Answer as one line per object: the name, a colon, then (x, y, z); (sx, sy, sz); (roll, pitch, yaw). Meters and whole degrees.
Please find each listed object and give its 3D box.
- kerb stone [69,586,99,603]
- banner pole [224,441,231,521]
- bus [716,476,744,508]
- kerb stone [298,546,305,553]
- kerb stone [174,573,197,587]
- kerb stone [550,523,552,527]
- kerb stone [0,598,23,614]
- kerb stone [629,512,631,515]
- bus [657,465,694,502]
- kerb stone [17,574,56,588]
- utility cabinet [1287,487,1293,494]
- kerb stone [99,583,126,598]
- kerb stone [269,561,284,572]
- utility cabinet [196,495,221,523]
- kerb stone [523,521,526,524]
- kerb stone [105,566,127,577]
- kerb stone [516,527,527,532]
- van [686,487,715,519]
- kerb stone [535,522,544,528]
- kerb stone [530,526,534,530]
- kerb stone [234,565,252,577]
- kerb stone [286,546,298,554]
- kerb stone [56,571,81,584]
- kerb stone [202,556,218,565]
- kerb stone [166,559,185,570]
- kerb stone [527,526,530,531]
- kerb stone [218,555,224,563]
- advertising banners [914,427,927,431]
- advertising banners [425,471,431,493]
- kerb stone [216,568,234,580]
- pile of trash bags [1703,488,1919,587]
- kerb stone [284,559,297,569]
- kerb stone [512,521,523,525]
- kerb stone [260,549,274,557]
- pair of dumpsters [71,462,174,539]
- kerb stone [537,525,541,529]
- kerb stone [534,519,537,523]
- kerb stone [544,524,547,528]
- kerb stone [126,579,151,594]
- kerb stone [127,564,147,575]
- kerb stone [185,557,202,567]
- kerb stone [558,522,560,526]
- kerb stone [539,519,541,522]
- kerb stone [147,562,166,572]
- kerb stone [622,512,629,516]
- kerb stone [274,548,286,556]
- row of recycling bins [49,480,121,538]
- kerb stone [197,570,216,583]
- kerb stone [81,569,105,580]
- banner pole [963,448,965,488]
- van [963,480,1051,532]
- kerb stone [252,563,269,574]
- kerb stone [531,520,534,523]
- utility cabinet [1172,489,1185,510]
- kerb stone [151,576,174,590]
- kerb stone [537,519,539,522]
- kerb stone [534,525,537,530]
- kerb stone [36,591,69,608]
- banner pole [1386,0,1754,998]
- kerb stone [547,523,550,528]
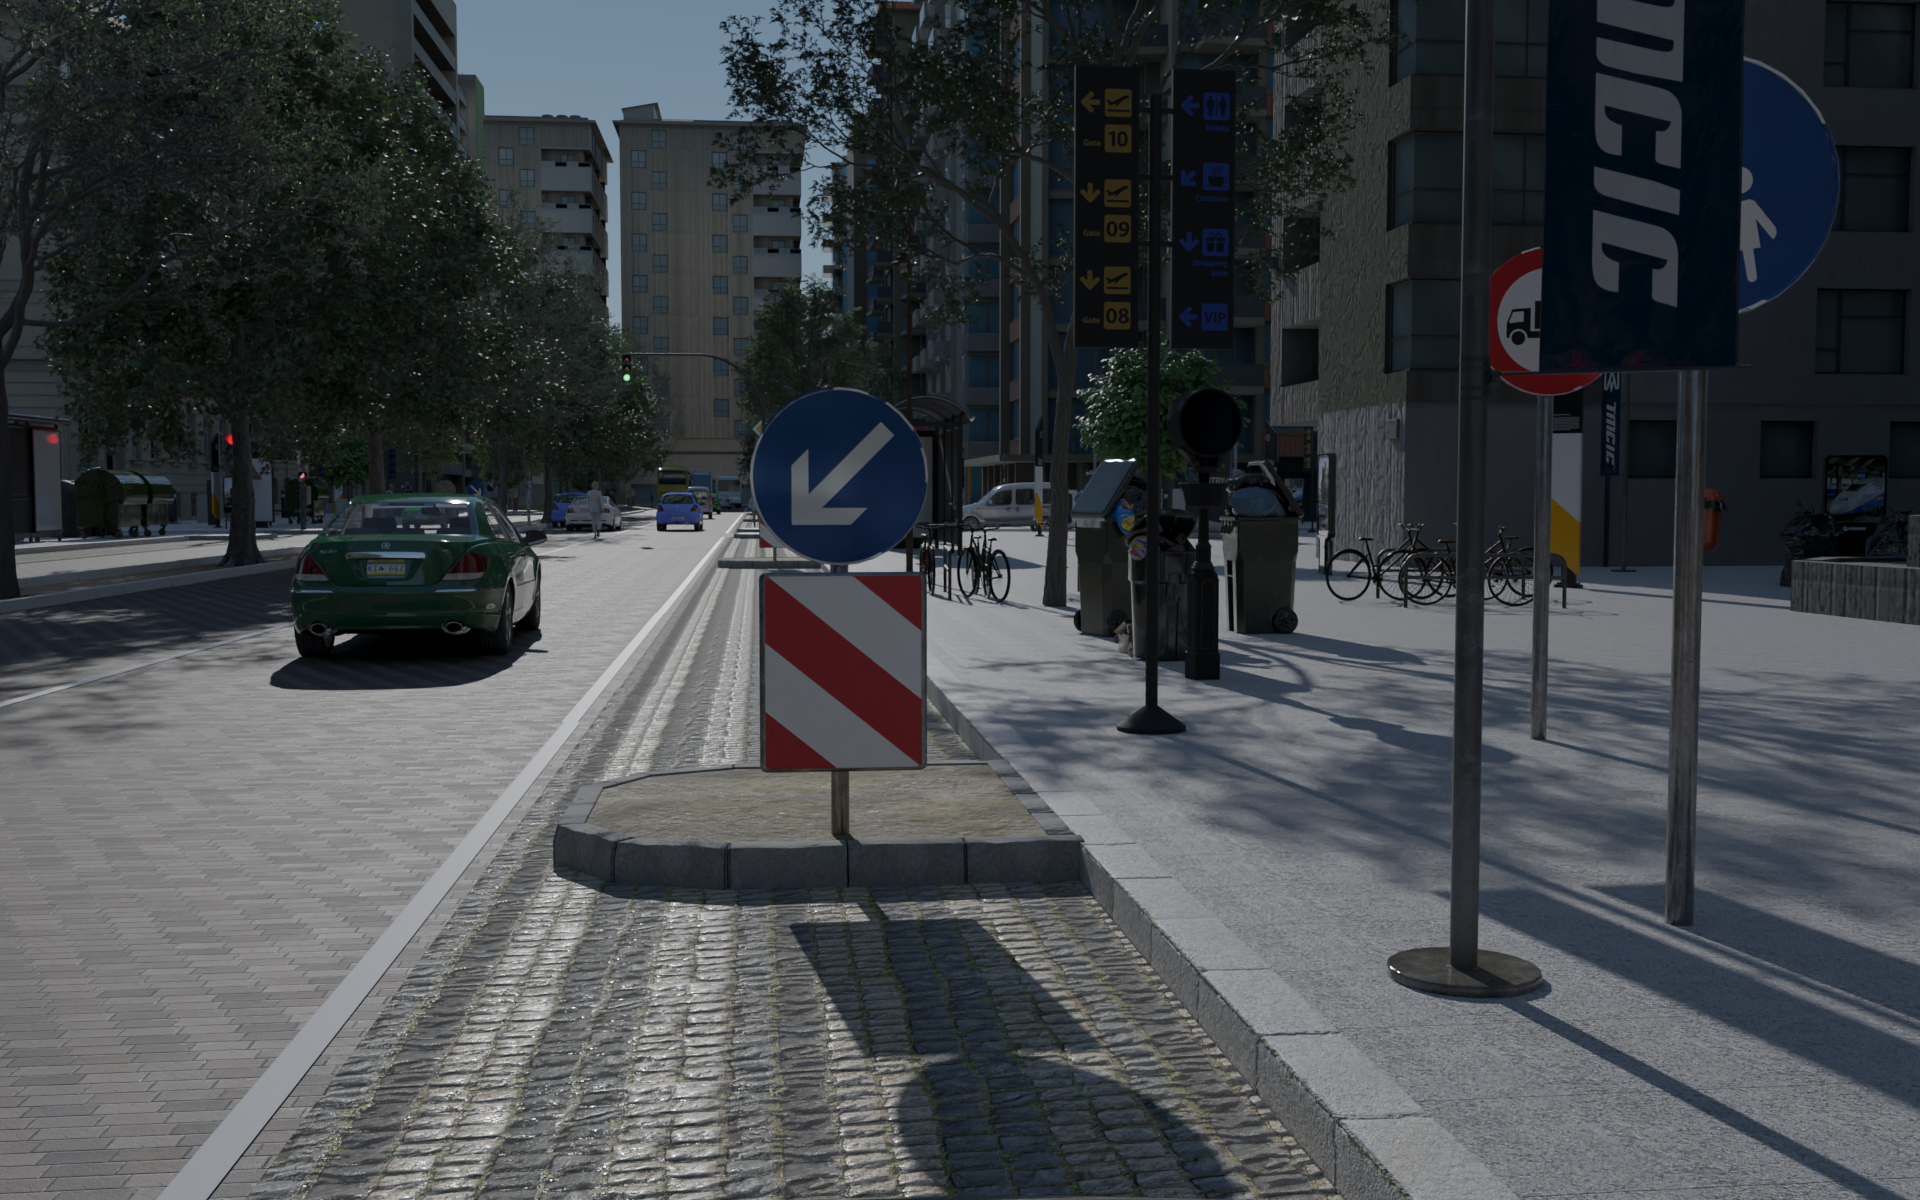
kerb stone: (-11.798, -0.058, 23.148); (0.120, 0.150, 1.000); (0, 4, -7)
banner pole: (-34.773, -5.656, 82.489); (0.401, 3.779, 0.863); (0, 4, 7)
bus: (-24.359, -11.511, 183.063); (2.948, 3.499, 13.247); (0, 4, -7)
kerb stone: (-16.132, -1.223, 42.196); (0.120, 0.150, 1.000); (0, 4, -7)
kerb stone: (-12.268, -0.308, 27.226); (0.120, 0.150, 1.000); (0, 4, -7)
kerb stone: (-17.769, -3.204, 74.579); (0.120, 0.150, 1.000); (0, 4, -7)
kerb stone: (-11.567, 0.072, 21.110); (0.120, 0.150, 1.000); (0, 4, -7)
kerb stone: (-22.983, -5.945, 119.409); (0.120, 0.150, 1.000); (0, 4, -7)
bus: (-24.298, -9.541, 147.548); (2.896, 3.916, 12.252); (0, 4, -7)
kerb stone: (-14.350, -0.284, 26.908); (0.120, 0.150, 1.000); (0, 4, -7)
utility cabinet: (10.145, -2.878, 55.739); (1.173, 1.500, 0.318); (-2, 4, -28)
kerb stone: (-11.918, -0.120, 24.163); (0.120, 0.150, 1.000); (0, 4, -7)
kerb stone: (-12.867, -0.620, 32.324); (0.120, 0.150, 1.000); (0, 4, -7)
utility cabinet: (-33.570, -4.049, 77.369); (1.020, 1.237, 0.306); (1, 4, 11)
kerb stone: (-20.687, -3.627, 81.492); (0.120, 0.150, 1.000); (0, 4, -7)
kerb stone: (-14.705, -0.472, 29.954); (0.120, 0.150, 1.000); (0, 4, -7)
kerb stone: (-16.828, -2.705, 66.430); (0.120, 0.150, 1.000); (0, 4, -7)
van: (-15.346, -5.779, 101.499); (2.013, 2.044, 4.112); (-1, 4, -9)
kerb stone: (-17.423, -3.015, 71.521); (0.120, 0.150, 1.000); (0, 4, -7)
kerb stone: (-17.068, -2.830, 68.465); (0.120, 0.150, 1.000); (0, 4, -7)
kerb stone: (-12.631, -0.495, 30.286); (0.120, 0.150, 1.000); (0, 4, -7)
kerb stone: (-16.005, -1.161, 41.172); (0.120, 0.150, 1.000); (0, 4, -7)
kerb stone: (-14.476, -0.350, 27.922); (0.120, 0.150, 1.000); (0, 4, -7)
kerb stone: (-15.294, -0.786, 35.051); (0.120, 0.150, 1.000); (0, 4, -7)
kerb stone: (-15.056, -0.656, 33.013); (0.120, 0.150, 1.000); (0, 4, -7)
kerb stone: (-16.953, -2.768, 67.445); (0.120, 0.150, 1.000); (0, 4, -7)
kerb stone: (-15.418, -0.845, 36.077); (0.120, 0.150, 1.000); (0, 4, -7)
advertising banners: (-1.820, -2.873, 43.153); (2.074, 3.025, 0.090); (-1, 4, -14)
advertising banners: (-33.755, -6.955, 109.898); (0.090, 3.025, 2.074); (-2, 4, -26)
kerb stone: (-12.516, -0.432, 29.262); (0.120, 0.150, 1.000); (0, 4, -7)
pile of trash bags: (11.924, -0.900, 24.465); (3.447, 1.369, 1.912); (3, 5, 42)
kerb stone: (-12.985, -0.682, 33.340); (0.120, 0.150, 1.000); (0, 4, -7)
kerb stone: (-20.570, -3.562, 80.472); (0.120, 0.150, 1.000); (0, 4, -7)
kerb stone: (-15.771, -1.036, 39.134); (0.120, 0.150, 1.000); (0, 4, -7)
pair of dumpsters: (-24.839, -2.993, 51.431); (1.574, 2.255, 4.437); (0, 4, -7)
kerb stone: (-17.296, -2.950, 70.500); (0.120, 0.150, 1.000); (0, 4, -7)
kerb stone: (-21.164, -3.870, 85.554); (0.120, 0.150, 1.000); (0, 4, -7)
kerb stone: (-17.532, -3.079, 72.542); (0.120, 0.150, 1.000); (0, 4, -7)
kerb stone: (-12.036, -0.183, 25.187); (0.120, 0.150, 1.000); (0, 4, -7)
kerb stone: (-14.820, -0.535, 30.977); (0.120, 0.150, 1.000); (0, 4, -7)
kerb stone: (-15.175, -0.724, 34.036); (0.120, 0.150, 1.000); (0, 4, -7)
kerb stone: (-18.124, -3.390, 77.629); (0.120, 0.150, 1.000); (0, 4, -7)
kerb stone: (-21.399, -3.998, 87.584); (0.120, 0.150, 1.000); (0, 4, -7)
kerb stone: (-14.945, -0.594, 31.992); (0.120, 0.150, 1.000); (0, 4, -7)
kerb stone: (-22.867, -5.883, 118.383); (0.120, 0.150, 1.000); (0, 4, -7)
kerb stone: (-15.890, -1.095, 40.149); (0.120, 0.150, 1.000); (0, 4, -7)
row of recycling bins: (-26.561, -2.775, 52.482); (1.069, 1.692, 3.534); (0, 4, -2)
kerb stone: (-12.393, -0.370, 28.246); (0.120, 0.150, 1.000); (0, 4, -7)
kerb stone: (-14.587, -0.412, 28.938); (0.120, 0.150, 1.000); (0, 4, -7)
banner pole: (-0.048, -5.649, 82.372); (0.401, 3.779, 0.863); (3, 5, 40)
van: (1.591, -3.370, 62.108); (4.112, 2.044, 2.013); (0, 4, -6)
kerb stone: (-12.744, -0.557, 31.310); (0.120, 0.150, 1.000); (0, 4, -7)
kerb stone: (-21.056, -3.813, 84.537); (0.120, 0.150, 1.000); (0, 4, -7)
utility cabinet: (9.336, -3.821, 71.159); (1.173, 1.500, 0.318); (2, 4, 27)
kerb stone: (-12.163, -0.244, 26.210); (0.120, 0.150, 1.000); (0, 4, -7)
kerb stone: (-21.281, -3.934, 86.569); (0.120, 0.150, 1.000); (0, 4, -7)
kerb stone: (-17.188, -2.892, 69.483); (0.120, 0.150, 1.000); (0, 4, -7)
kerb stone: (-11.681, 0.009, 22.133); (0.120, 0.150, 1.000); (0, 4, -7)
banner pole: (1.546, -0.879, 4.389); (0.863, 3.779, 0.401); (2, 4, 25)
kerb stone: (-17.663, -3.142, 73.562); (0.120, 0.150, 1.000); (0, 4, -7)
